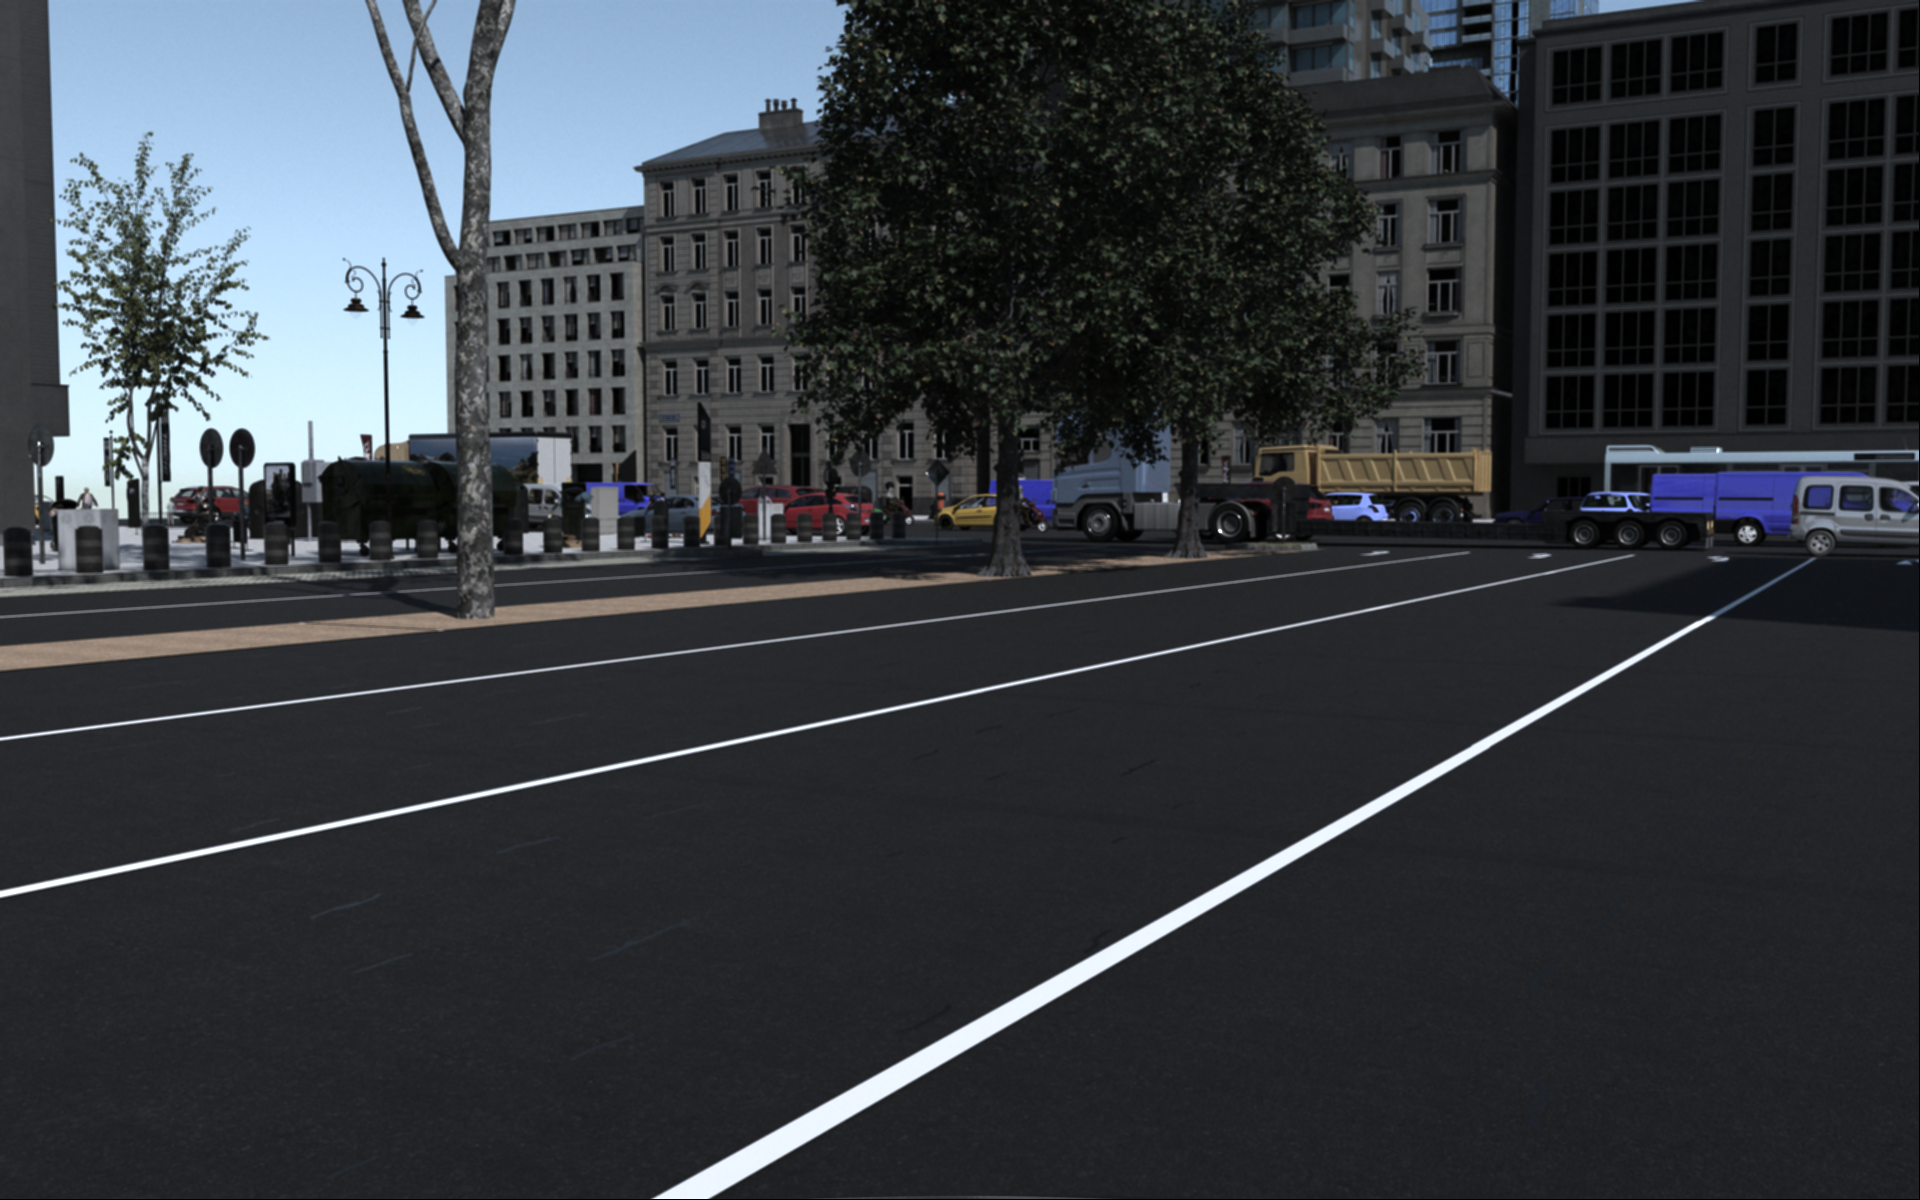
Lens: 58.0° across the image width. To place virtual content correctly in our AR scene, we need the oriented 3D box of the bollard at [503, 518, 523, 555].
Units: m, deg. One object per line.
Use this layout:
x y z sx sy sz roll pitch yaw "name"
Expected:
-9.439 -1.338 36.596 0.404 0.777 0.398 0 3 0 "bollard"

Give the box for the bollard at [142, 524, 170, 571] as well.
-13.565 -0.887 29.220 0.404 0.777 0.398 0 3 0 "bollard"

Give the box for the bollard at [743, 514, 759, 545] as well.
-5.314 -1.789 43.971 0.404 0.777 0.398 0 3 0 "bollard"

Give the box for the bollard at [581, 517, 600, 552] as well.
-8.258 -1.467 38.705 0.404 0.777 0.398 0 3 0 "bollard"

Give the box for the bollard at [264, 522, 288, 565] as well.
-12.376 -1.017 31.342 0.404 0.777 0.398 0 3 0 "bollard"

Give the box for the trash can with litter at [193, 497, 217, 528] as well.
-26.649 -3.030 60.921 1.055 1.170 0.624 2 4 28 "trash can with litter"

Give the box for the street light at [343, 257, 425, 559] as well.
-11.259 -3.745 34.017 0.468 5.910 1.993 2 4 29 "street light"

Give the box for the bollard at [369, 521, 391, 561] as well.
-11.199 -1.146 33.449 0.404 0.777 0.398 0 3 0 "bollard"

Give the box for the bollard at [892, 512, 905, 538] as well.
-1.786 -2.175 50.285 0.404 0.777 0.398 0 3 0 "bollard"

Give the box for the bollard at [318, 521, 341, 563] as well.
-11.790 -1.081 32.392 0.404 0.777 0.398 0 3 0 "bollard"

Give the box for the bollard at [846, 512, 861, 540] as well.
-2.963 -2.046 48.176 0.404 0.777 0.398 0 3 0 "bollard"

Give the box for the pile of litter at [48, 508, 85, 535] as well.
-27.972 -2.503 54.894 1.719 0.858 1.176 1 4 12 "pile of litter"

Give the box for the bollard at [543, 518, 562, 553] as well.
-8.852 -1.402 37.645 0.404 0.777 0.398 0 3 0 "bollard"

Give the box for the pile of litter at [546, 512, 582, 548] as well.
-9.571 -1.712 41.958 1.176 0.858 1.719 0 4 4 "pile of litter"

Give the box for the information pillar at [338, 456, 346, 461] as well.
-38.112 -7.057 106.732 0.183 3.616 0.504 1 4 17 "information pillar"

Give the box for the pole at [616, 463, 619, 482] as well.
-22.502 -7.337 113.797 0.158 3.312 0.155 0 3 0 "pole"

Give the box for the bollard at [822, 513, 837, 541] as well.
-3.551 -1.982 47.128 0.404 0.777 0.398 0 3 0 "bollard"

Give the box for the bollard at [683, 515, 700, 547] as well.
-6.488 -1.661 41.872 0.404 0.777 0.398 0 3 0 "bollard"

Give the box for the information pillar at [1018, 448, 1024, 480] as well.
3.079 -5.941 88.493 0.183 3.616 0.504 3 5 40 "information pillar"

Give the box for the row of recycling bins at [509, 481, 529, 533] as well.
-15.826 -3.005 56.241 3.534 1.692 1.069 -2 4 -28 "row of recycling bins"

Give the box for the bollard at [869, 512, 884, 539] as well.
-2.375 -2.111 49.224 0.404 0.777 0.398 0 3 0 "bollard"

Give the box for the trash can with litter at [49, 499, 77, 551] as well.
-20.171 -1.676 38.794 0.624 1.170 1.055 -3 5 -41 "trash can with litter"

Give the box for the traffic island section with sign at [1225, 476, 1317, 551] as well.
8.121 -2.224 44.505 2.006 1.907 1.989 2 4 29 "traffic island section with sign"

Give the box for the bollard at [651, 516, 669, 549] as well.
-7.075 -1.597 40.823 0.404 0.777 0.398 0 3 0 "bollard"

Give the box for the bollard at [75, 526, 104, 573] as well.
-14.156 -0.822 28.154 0.404 0.777 0.398 0 3 0 "bollard"

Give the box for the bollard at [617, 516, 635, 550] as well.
-7.670 -1.532 39.759 0.404 0.777 0.398 0 3 0 "bollard"

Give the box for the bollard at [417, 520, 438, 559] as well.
-10.609 -1.210 34.496 0.404 0.777 0.398 0 3 0 "bollard"

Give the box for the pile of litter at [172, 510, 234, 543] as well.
-19.972 -1.960 46.008 1.719 0.858 1.176 0 4 -7 "pile of litter"

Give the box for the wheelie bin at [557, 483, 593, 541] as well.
-10.511 -2.409 47.301 0.980 1.594 0.693 0 4 -7 "wheelie bin"

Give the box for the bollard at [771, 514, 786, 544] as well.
-4.724 -1.854 45.024 0.404 0.777 0.398 0 3 0 "bollard"

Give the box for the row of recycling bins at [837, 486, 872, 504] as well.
-5.488 -5.038 89.488 1.069 1.692 3.534 -2 4 -23 "row of recycling bins"

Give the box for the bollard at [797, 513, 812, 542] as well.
-4.134 -1.918 46.076 0.404 0.777 0.398 0 3 0 "bollard"

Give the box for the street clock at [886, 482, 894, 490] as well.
-4.172 -6.033 103.217 0.471 2.002 0.358 2 4 25 "street clock"

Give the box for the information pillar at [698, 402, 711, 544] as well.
-6.555 -3.243 44.384 0.183 3.616 0.504 2 4 23 "information pillar"

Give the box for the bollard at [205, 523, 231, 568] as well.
-12.969 -0.952 30.280 0.404 0.777 0.398 0 3 0 "bollard"

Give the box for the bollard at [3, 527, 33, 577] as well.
-14.743 -0.758 27.105 0.404 0.777 0.398 0 3 0 "bollard"

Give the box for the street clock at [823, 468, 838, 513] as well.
-3.642 -2.706 48.808 0.358 2.002 0.471 -2 4 -32 "street clock"

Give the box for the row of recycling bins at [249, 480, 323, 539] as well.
-19.281 -2.683 50.978 1.069 1.692 3.534 2 4 28 "row of recycling bins"

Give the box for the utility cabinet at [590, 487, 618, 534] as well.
-11.320 -2.841 55.125 0.318 1.500 1.173 1 4 20 "utility cabinet"

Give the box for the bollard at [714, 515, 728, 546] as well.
-5.900 -1.725 42.921 0.404 0.777 0.398 0 3 0 "bollard"

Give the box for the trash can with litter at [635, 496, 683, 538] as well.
-8.472 -2.405 50.378 2.233 1.210 1.678 2 4 32 "trash can with litter"

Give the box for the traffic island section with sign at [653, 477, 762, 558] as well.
-5.614 -1.893 39.586 1.989 1.847 2.006 2 4 29 "traffic island section with sign"
